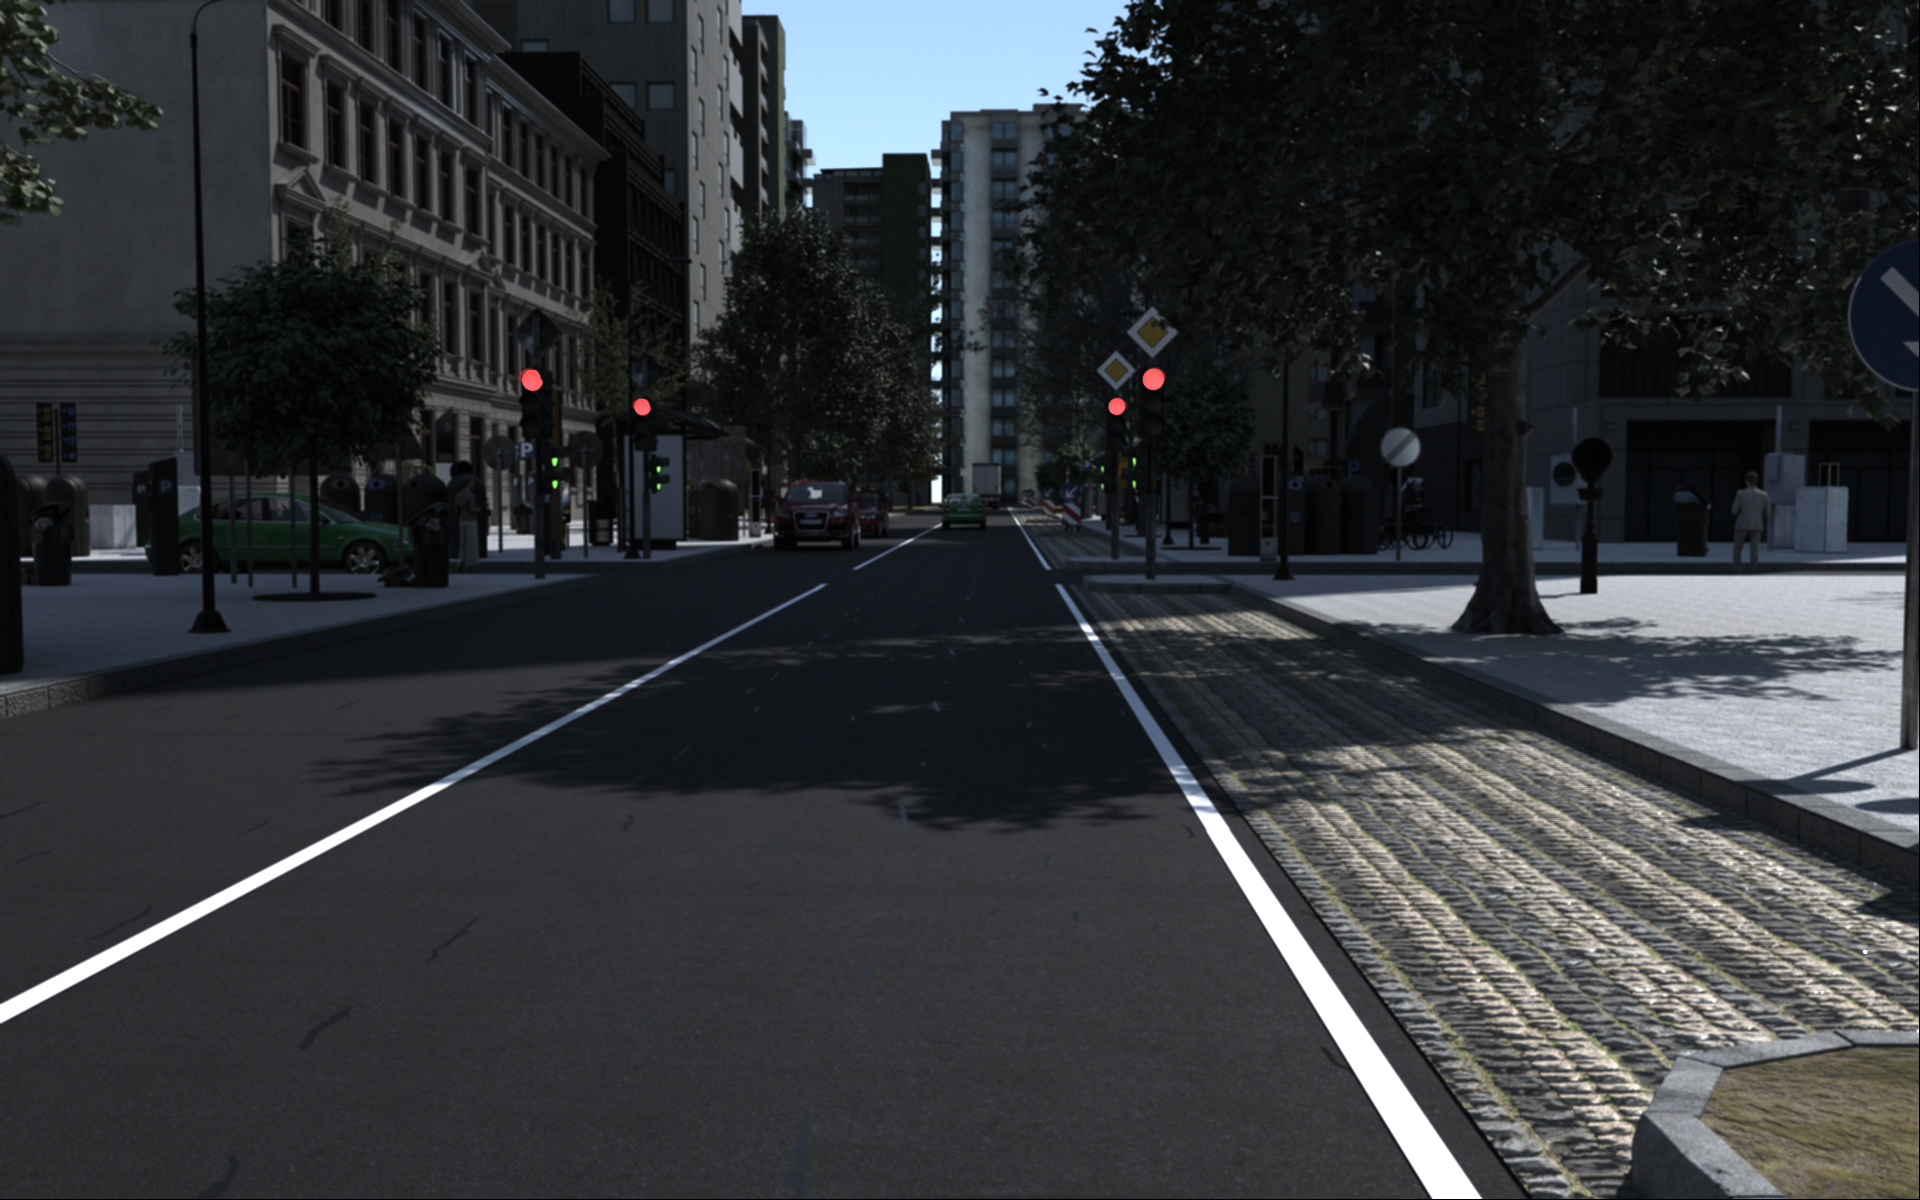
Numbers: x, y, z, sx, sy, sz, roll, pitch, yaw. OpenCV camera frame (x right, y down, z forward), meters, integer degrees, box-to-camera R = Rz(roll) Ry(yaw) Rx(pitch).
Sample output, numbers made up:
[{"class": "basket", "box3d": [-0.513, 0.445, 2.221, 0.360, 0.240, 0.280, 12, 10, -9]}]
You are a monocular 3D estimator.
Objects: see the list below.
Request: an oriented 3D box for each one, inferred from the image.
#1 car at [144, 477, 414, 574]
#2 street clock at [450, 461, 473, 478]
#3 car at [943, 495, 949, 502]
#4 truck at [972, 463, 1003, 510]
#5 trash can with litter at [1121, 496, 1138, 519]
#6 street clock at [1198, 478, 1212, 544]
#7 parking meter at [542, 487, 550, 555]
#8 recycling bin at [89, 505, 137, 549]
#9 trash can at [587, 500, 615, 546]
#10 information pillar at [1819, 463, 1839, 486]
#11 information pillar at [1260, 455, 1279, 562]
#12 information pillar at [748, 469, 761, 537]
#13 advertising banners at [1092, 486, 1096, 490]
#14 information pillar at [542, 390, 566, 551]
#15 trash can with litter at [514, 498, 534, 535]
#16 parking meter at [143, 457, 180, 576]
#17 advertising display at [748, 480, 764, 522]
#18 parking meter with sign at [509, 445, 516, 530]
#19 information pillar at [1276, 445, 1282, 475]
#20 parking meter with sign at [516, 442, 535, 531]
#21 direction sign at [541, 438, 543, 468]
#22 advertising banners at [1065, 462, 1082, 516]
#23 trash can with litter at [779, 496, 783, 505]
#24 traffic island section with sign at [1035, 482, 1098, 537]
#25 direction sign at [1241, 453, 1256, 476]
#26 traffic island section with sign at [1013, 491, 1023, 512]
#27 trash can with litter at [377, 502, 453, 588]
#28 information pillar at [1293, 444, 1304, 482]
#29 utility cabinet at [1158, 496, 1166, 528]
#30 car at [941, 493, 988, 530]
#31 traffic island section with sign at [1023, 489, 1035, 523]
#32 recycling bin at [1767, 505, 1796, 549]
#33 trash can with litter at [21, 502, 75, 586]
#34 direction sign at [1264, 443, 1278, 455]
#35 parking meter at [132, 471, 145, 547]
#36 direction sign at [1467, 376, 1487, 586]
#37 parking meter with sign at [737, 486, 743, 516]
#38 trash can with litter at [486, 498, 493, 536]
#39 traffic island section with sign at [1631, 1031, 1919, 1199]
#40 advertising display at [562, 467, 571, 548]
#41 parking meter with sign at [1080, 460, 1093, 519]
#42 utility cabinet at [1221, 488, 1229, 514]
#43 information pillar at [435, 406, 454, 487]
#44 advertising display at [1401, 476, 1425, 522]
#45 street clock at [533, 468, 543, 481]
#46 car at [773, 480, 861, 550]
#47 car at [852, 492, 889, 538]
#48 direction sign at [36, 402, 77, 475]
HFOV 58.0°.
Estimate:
[{"class": "car", "box3d": [-11.137, -1.245, 29.150, 4.718, 1.807, 1.959, 0, 4, 0]}, {"class": "street clock", "box3d": [-11.013, -2.064, 38.319, 0.358, 2.002, 0.471, 2, 4, 32]}, {"class": "car", "box3d": [-0.565, -9.355, 165.308, 2.083, 1.381, 4.827, 0, 4, 0]}, {"class": "truck", "box3d": [2.529, -10.612, 162.412, 2.839, 4.237, 11.283, 0, 4, 2]}, {"class": "trash can with litter", "box3d": [8.728, -4.794, 89.768, 1.055, 1.170, 0.624, 3, 5, 39]}, {"class": "street clock", "box3d": [6.284, -2.437, 44.415, 0.358, 2.002, 0.471, 2, 4, 29]}, {"class": "parking meter", "box3d": [-8.675, -1.707, 36.319, 0.372, 1.533, 0.369, 0, 3, 0]}, {"class": "recycling bin", "box3d": [-19.803, -1.709, 40.491, 0.722, 1.027, 0.722, 1, 4, 22]}, {"class": "trash can", "box3d": [-8.903, -1.912, 42.914, 0.748, 1.137, 0.748, 0, 3, 0]}, {"class": "information pillar", "box3d": [20.617, -2.241, 41.131, 0.304, 2.012, 0.304, -1, 4, -20]}, {"class": "information pillar", "box3d": [5.888, -1.742, 32.973, 0.304, 2.012, 0.304, 1, 4, 19]}, {"class": "information pillar", "box3d": [-6.079, -2.862, 51.288, 0.304, 2.012, 0.304, -1, 4, -20]}, {"class": "advertising banners", "box3d": [9.207, -6.914, 109.226, 2.074, 3.025, 0.090, 0, 4, -5]}, {"class": "information pillar", "box3d": [-9.235, -2.933, 39.304, 0.504, 3.616, 0.183, 1, 4, 19]}, {"class": "trash can with litter", "box3d": [-13.532, -2.645, 54.626, 1.055, 1.170, 0.624, 1, 4, 13]}, {"class": "parking meter", "box3d": [-12.558, -1.321, 27.304, 0.399, 1.863, 0.255, -3, 5, -41]}, {"class": "advertising display", "box3d": [-9.436, -4.579, 80.086, 0.123, 1.923, 0.974, 3, 4, 36]}, {"class": "parking meter with sign", "box3d": [-15.943, -4.037, 62.271, 0.543, 3.016, 1.738, -1, 4, -20]}, {"class": "information pillar", "box3d": [14.225, -5.219, 76.678, 0.504, 3.616, 0.183, 3, 5, 42]}, {"class": "parking meter with sign", "box3d": [-14.442, -3.819, 58.700, 0.543, 3.016, 1.738, 0, 4, 1]}, {"class": "direction sign", "box3d": [-16.533, -4.713, 69.049, 0.379, 3.537, 0.876, 3, 4, 36]}, {"class": "advertising banners", "box3d": [6.360, -6.050, 95.100, 0.090, 3.025, 2.074, -2, 4, -33]}, {"class": "trash can with litter", "box3d": [-11.049, -5.761, 105.573, 0.624, 1.170, 1.055, 0, 4, 5]}, {"class": "traffic island section with sign", "box3d": [3.637, -3.060, 58.662, 1.989, 1.847, 2.006, 0, 4, 1]}, {"class": "direction sign", "box3d": [15.985, -6.360, 95.982, 0.876, 3.537, 0.379, 3, 5, 39]}, {"class": "traffic island section with sign", "box3d": [5.384, -7.778, 135.798, 1.989, 1.847, 2.006, 0, 4, 1]}, {"class": "trash can with litter", "box3d": [-7.525, -0.763, 23.857, 1.055, 1.170, 0.624, 1, 4, 13]}, {"class": "information pillar", "box3d": [15.879, -5.506, 81.371, 0.504, 3.616, 0.183, -1, 4, -12]}, {"class": "utility cabinet", "box3d": [8.046, -3.361, 66.116, 1.020, 1.237, 0.306, 3, 5, 41]}, {"class": "car", "box3d": [0.185, -3.814, 71.152, 1.959, 1.807, 4.718, 0, 4, 1]}, {"class": "traffic island section with sign", "box3d": [4.253, -4.708, 85.610, 1.989, 1.847, 2.006, 0, 4, 1]}, {"class": "recycling bin", "box3d": [19.343, -1.718, 40.635, 0.722, 1.027, 0.722, 2, 4, 25]}, {"class": "trash can with litter", "box3d": [-12.949, -0.792, 24.343, 1.055, 1.170, 0.624, 2, 4, 30]}, {"class": "direction sign", "box3d": [13.940, -5.242, 77.696, 0.876, 3.537, 0.379, -3, 4, -37]}, {"class": "parking meter", "box3d": [-19.712, -2.205, 41.767, 0.399, 1.863, 0.255, -1, 4, -11]}, {"class": "direction sign", "box3d": [7.383, -1.965, 24.130, 0.876, 3.537, 0.379, -2, 4, -30]}, {"class": "parking meter with sign", "box3d": [-13.021, -6.442, 101.593, 1.738, 3.016, 0.543, -1, 4, -15]}, {"class": "trash can with litter", "box3d": [-14.711, -2.507, 52.383, 1.055, 1.170, 0.624, -2, 4, -29]}, {"class": "traffic island section with sign", "box3d": [2.374, 0.339, 3.086, 1.989, 1.847, 2.006, 0, 4, 1]}, {"class": "advertising display", "box3d": [-9.469, -2.192, 41.050, 0.123, 1.923, 0.974, 1, 4, 9]}, {"class": "parking meter with sign", "box3d": [6.600, -5.728, 89.908, 0.543, 3.016, 1.738, 1, 4, 10]}, {"class": "utility cabinet", "box3d": [9.815, -3.349, 63.428, 1.173, 1.500, 0.318, -2, 4, -34]}, {"class": "information pillar", "box3d": [-13.709, -3.352, 46.160, 0.504, 3.616, 0.183, -3, 5, -44]}, {"class": "advertising display", "box3d": [16.257, -3.502, 62.476, 0.974, 1.923, 0.123, 2, 4, 30]}, {"class": "street clock", "box3d": [-11.793, -2.717, 48.997, 0.471, 2.002, 0.358, 0, 4, 5]}, {"class": "car", "box3d": [-3.732, -2.267, 45.739, 2.281, 1.827, 5.304, 0, 4, 0]}, {"class": "car", "box3d": [-3.412, -2.980, 57.767, 2.155, 1.783, 4.494, 0, 4, 2]}, {"class": "direction sign", "box3d": [-22.359, -3.116, 42.943, 0.876, 3.537, 0.379, -1, 4, -16]}]
